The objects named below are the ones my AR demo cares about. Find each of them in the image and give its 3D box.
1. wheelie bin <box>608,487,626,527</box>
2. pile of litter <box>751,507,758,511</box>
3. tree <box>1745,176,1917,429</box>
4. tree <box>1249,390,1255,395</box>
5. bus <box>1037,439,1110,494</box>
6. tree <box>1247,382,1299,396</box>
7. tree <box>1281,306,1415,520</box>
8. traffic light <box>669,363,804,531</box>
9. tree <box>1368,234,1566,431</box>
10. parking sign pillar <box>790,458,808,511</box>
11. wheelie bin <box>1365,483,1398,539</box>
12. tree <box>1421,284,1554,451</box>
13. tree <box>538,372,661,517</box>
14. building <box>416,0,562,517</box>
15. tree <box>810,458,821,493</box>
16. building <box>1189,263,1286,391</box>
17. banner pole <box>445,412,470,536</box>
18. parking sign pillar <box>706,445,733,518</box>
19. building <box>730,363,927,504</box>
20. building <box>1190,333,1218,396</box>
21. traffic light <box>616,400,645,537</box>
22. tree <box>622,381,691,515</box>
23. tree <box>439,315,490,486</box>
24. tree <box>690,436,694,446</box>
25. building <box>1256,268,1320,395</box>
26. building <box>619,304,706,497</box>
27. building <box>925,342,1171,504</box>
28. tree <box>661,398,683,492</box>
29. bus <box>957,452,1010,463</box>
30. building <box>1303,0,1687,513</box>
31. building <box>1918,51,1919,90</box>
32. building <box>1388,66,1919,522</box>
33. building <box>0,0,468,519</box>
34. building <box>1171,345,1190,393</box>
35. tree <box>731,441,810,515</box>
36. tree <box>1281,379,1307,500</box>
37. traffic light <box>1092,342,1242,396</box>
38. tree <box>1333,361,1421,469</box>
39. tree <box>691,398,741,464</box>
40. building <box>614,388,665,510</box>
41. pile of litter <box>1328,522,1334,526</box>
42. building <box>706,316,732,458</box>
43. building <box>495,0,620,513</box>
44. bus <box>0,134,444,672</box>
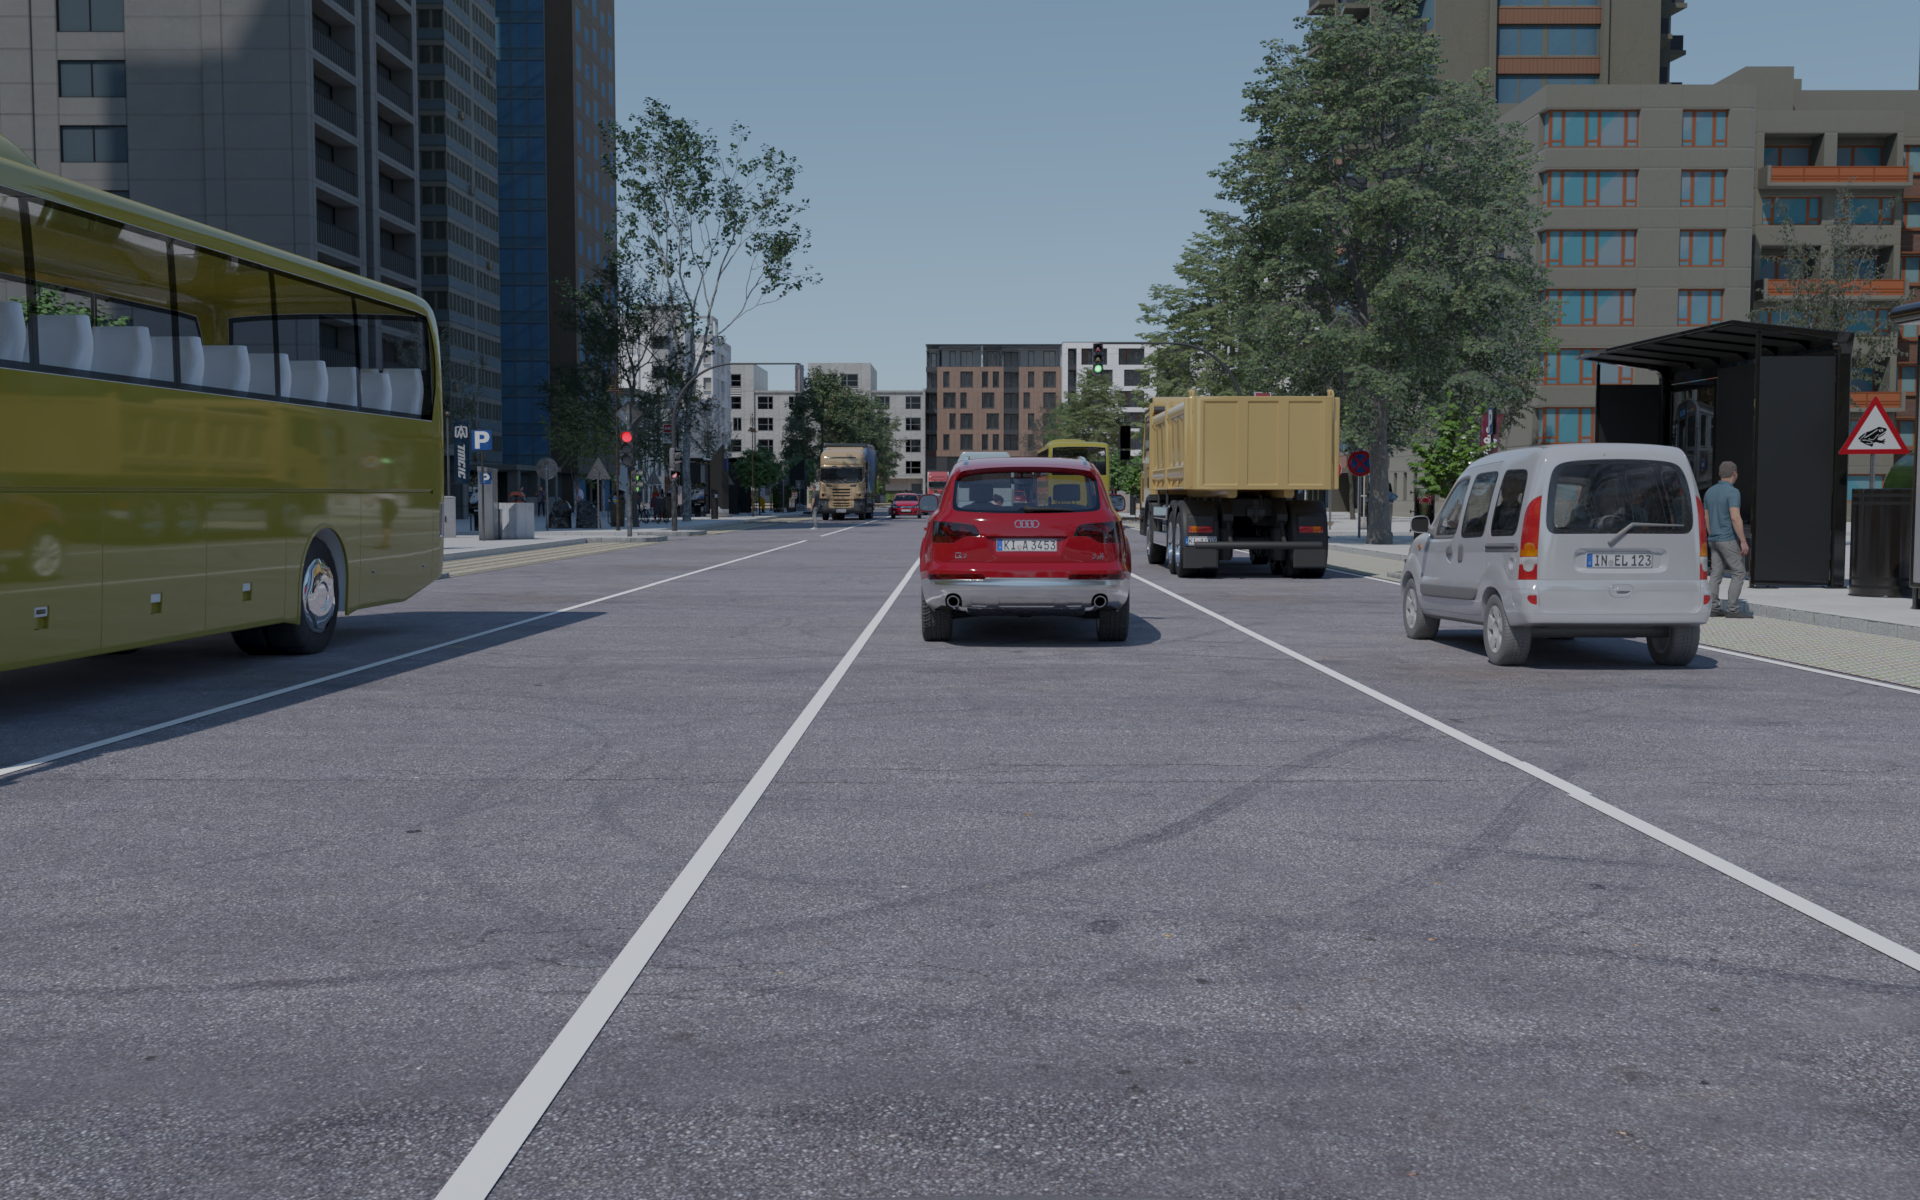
[{"bbox_3d":[-13.475,-3.683,68.118,0.693,1.594,0.980,-1,4,-17],"label":"wheelie bin"},{"bbox_3d":[-15.652,-7.078,129.686,1.719,0.858,1.176,-3,5,-44],"label":"pile of litter"},{"bbox_3d":[20.397,-5.556,41.198,4.360,8.622,3.978,0,3,0],"label":"tree"},{"bbox_3d":[18.674,-10.030,114.357,4.360,8.622,3.978,0,3,0],"label":"tree"},{"bbox_3d":[4.867,-5.221,76.911,2.896,3.916,12.252,0,3,0],"label":"bus"},{"bbox_3d":[19.716,-9.498,105.653,4.737,8.622,4.395,0,3,0],"label":"tree"},{"bbox_3d":[19.367,-9.306,86.572,7.601,10.594,8.767,1,4,21],"label":"tree"},{"bbox_3d":[-7.786,-5.217,59.973,4.771,5.953,1.251,0,4,0],"label":"traffic light"},{"bbox_3d":[20.170,-8.817,69.919,9.928,11.665,9.643,0,3,0],"label":"tree"},{"bbox_3d":[-12.211,-8.706,130.820,1.447,3.967,1.447,2,4,25],"label":"parking sign pillar"},{"bbox_3d":[11.679,-2.460,48.133,0.980,1.594,0.693,2,4,30],"label":"wheelie bin"},{"bbox_3d":[19.020,-6.782,61.250,4.360,8.622,3.978,0,3,0],"label":"tree"},{"bbox_3d":[-20.333,-9.023,97.883,4.737,8.622,4.395,0,3,0],"label":"tree"},{"bbox_3d":[-41.855,-25.280,105.208,32.217,40.220,23.993,0,4,0],"label":"building"},{"bbox_3d":[-12.341,-9.261,135.132,4.285,4.588,4.351,0,3,0],"label":"tree"},{"bbox_3d":[38.825,-19.916,169.594,27.936,21.610,32.646,0,4,0],"label":"building"},{"bbox_3d":[-15.330,-3.836,52.737,0.863,3.779,0.401,-1,4,-22],"label":"banner pole"},{"bbox_3d":[-13.230,-6.526,95.173,1.447,3.967,1.447,-3,4,-39],"label":"parking sign pillar"},{"bbox_3d":[-20.419,-22.954,241.761,31.486,18.905,16.747,0,4,0],"label":"building"},{"bbox_3d":[33.651,-20.502,191.635,16.016,20.091,11.380,0,4,0],"label":"building"},{"bbox_3d":[-9.913,-3.856,51.962,0.839,4.253,0.868,0,4,0],"label":"traffic light"},{"bbox_3d":[-19.021,-9.549,106.494,4.360,8.622,3.978,0,3,0],"label":"tree"},{"bbox_3d":[-21.201,-7.309,69.857,4.360,8.622,3.978,0,3,0],"label":"tree"},{"bbox_3d":[-21.582,-10.882,128.285,4.737,8.622,4.395,0,3,0],"label":"tree"},{"bbox_3d":[33.329,-17.776,147.050,16.016,20.091,11.380,0,4,0],"label":"building"},{"bbox_3d":[-34.227,-19.219,170.645,16.016,20.091,11.380,0,4,0],"label":"building"},{"bbox_3d":[11.667,-24.599,246.168,32.646,21.610,27.936,0,4,0],"label":"building"},{"bbox_3d":[-21.866,-10.114,115.723,4.737,8.622,4.395,0,3,0],"label":"tree"},{"bbox_3d":[1.206,-5.357,82.454,2.948,3.499,13.247,0,4,1],"label":"bus"},{"bbox_3d":[36.015,-28.461,119.961,22.147,44.769,28.867,0,4,0],"label":"building"},{"bbox_3d":[65.687,-24.236,88.136,23.993,40.220,32.217,0,4,0],"label":"building"},{"bbox_3d":[39.234,-14.809,87.166,28.899,21.520,27.650,0,4,0],"label":"building"},{"bbox_3d":[-35.381,-39.371,81.974,20.563,71.187,20.611,0,4,0],"label":"building"},{"bbox_3d":[45.422,-24.651,247.015,32.646,21.610,27.936,0,4,0],"label":"building"},{"bbox_3d":[-12.226,-7.428,105.156,4.285,4.588,4.351,0,3,0],"label":"tree"},{"bbox_3d":[19.735,-9.052,98.358,4.360,8.622,3.978,0,3,0],"label":"tree"},{"bbox_3d":[6.316,-4.715,51.765,4.771,5.953,1.251,0,4,0],"label":"traffic light"},{"bbox_3d":[19.116,-7.863,78.917,4.360,8.622,3.978,0,3,0],"label":"tree"},{"bbox_3d":[-19.128,-11.209,133.632,4.360,8.622,3.978,0,3,0],"label":"tree"},{"bbox_3d":[-30.156,-12.763,150.830,9.099,9.664,28.070,0,4,0],"label":"building"},{"bbox_3d":[14.662,-3.463,70.581,1.176,0.858,1.719,1,4,20],"label":"pile of litter"},{"bbox_3d":[-31.331,-20.399,189.947,11.380,20.091,16.016,0,4,0],"label":"building"},{"bbox_3d":[-32.909,-28.989,124.074,14.600,45.320,14.200,0,4,0],"label":"building"},{"bbox_3d":[-7.014,-1.292,12.665,2.896,3.916,12.252,0,4,2],"label":"bus"}]
